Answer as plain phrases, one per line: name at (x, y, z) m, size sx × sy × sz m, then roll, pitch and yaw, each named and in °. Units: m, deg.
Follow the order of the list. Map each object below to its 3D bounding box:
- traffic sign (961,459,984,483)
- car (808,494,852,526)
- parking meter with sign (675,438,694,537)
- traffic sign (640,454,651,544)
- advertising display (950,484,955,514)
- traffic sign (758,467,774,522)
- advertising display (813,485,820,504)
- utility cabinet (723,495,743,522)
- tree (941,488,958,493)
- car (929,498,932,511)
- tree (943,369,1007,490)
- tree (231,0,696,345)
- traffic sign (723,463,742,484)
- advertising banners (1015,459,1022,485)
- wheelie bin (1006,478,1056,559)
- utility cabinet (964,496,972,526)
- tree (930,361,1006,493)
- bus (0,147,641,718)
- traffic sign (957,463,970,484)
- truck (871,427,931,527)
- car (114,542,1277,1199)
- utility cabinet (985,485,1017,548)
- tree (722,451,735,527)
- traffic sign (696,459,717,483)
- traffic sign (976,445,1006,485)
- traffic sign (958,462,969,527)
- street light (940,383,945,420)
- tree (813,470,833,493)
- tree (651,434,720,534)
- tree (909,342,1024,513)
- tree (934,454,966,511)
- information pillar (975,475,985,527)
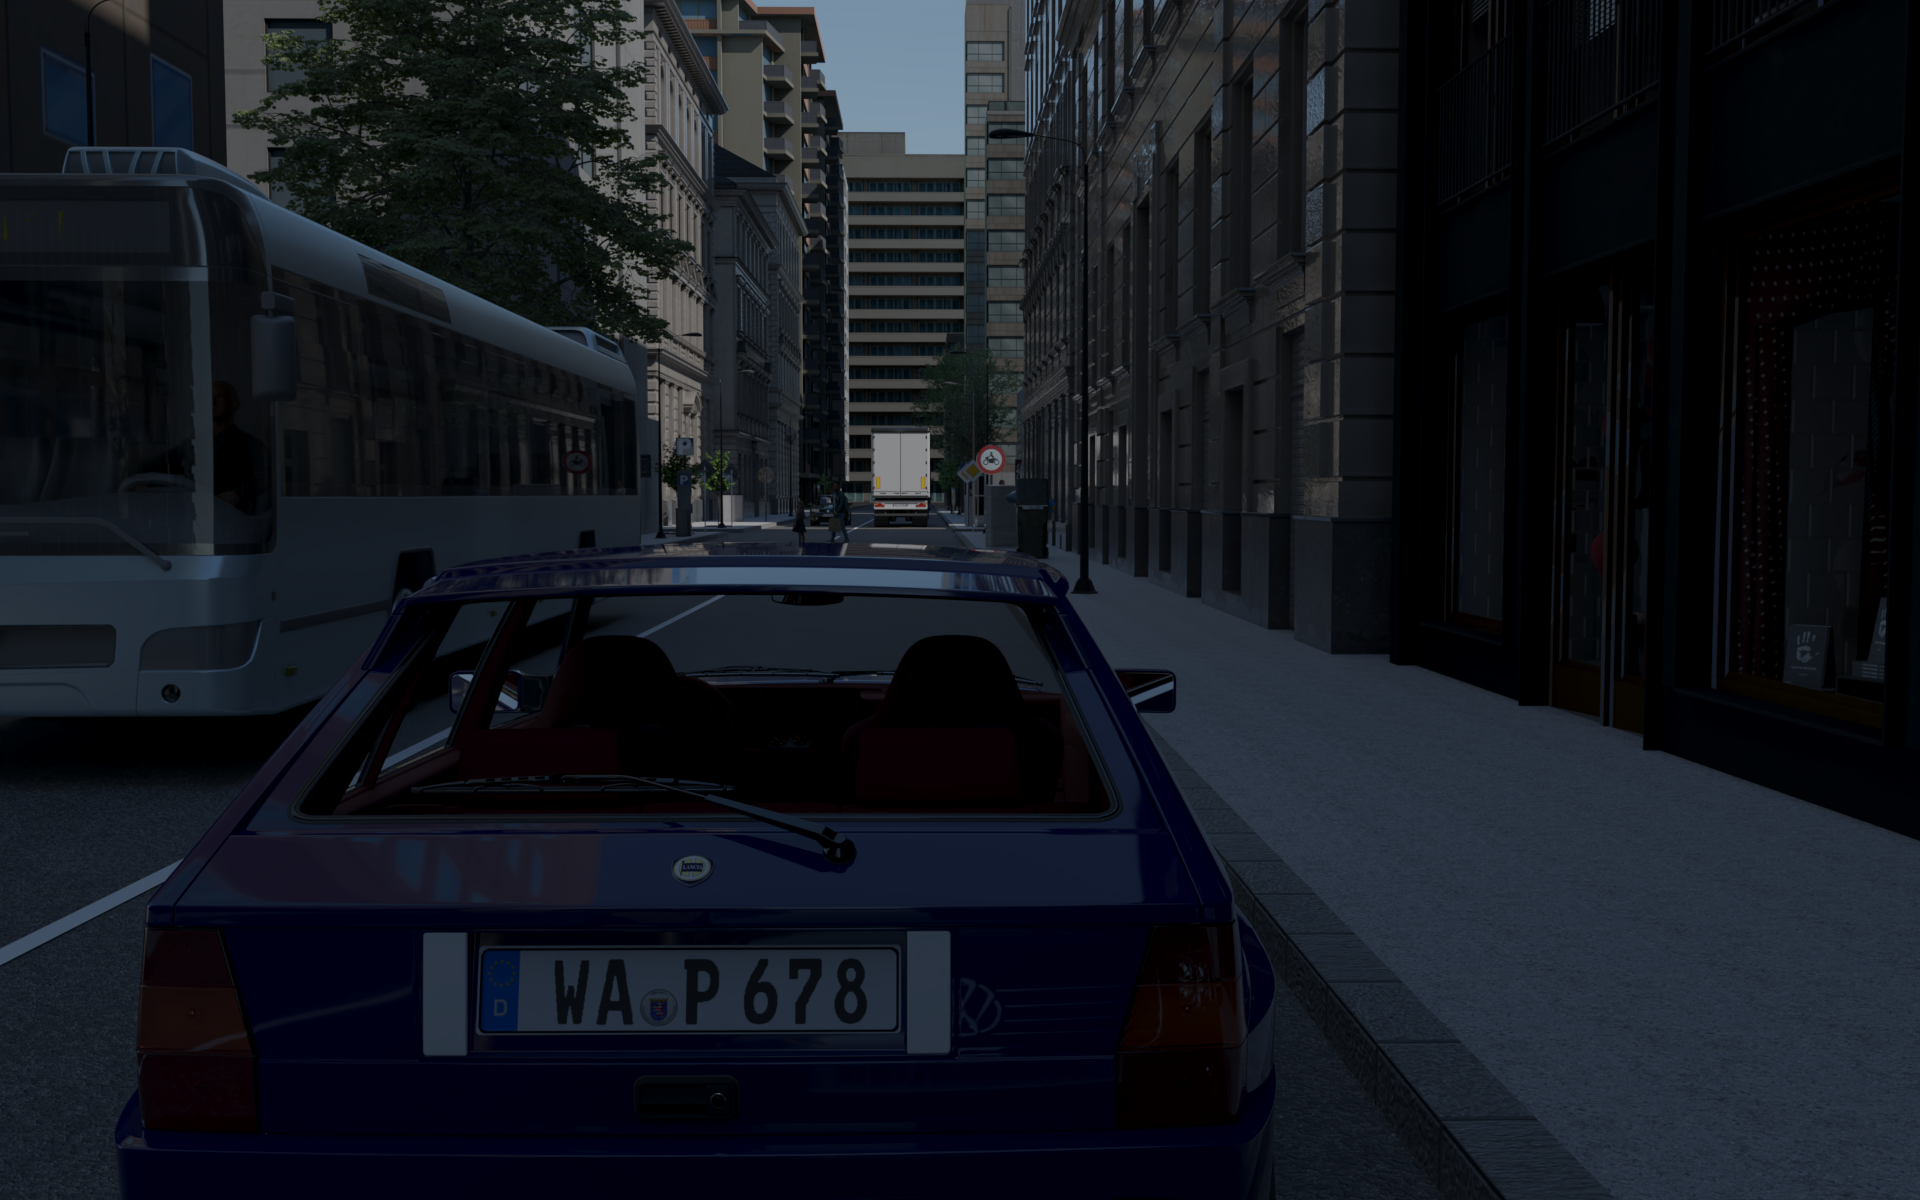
traffic sign at (0.453, -3.375, 57.374) m, size 0.795 × 2.593 × 0.064 m, roll 0°, pitch 4°, yaw -1°
car at (-5.915, -4.256, 79.373) m, size 2.009 × 1.686 × 4.222 m, roll 0°, pitch 4°, yaw 0°
parking meter with sign at (-8.408, -3.452, 52.695) m, size 0.543 × 3.016 × 1.738 m, roll 0°, pitch 4°, yaw -6°
traffic sign at (-8.267, -2.603, 44.689) m, size 0.606 × 2.300 × 0.079 m, roll 0°, pitch 4°, yaw 2°
advertising display at (-0.468, -6.456, 110.773) m, size 0.123 × 1.923 × 0.974 m, roll 1°, pitch 4°, yaw 14°
traffic sign at (-9.043, -4.927, 80.660) m, size 0.768 × 2.556 × 0.104 m, roll 0°, pitch 4°, yaw 1°
advertising display at (-9.877, -7.002, 119.701) m, size 0.123 × 1.923 × 0.974 m, roll 1°, pitch 4°, yaw 12°
utility cabinet at (-10.500, -4.178, 79.468) m, size 1.020 × 1.237 × 0.306 m, roll -1°, pitch 4°, yaw -17°
tree at (-0.716, -9.333, 147.196) m, size 1.663 × 3.219 × 1.824 m, roll 0°, pitch 3°, yaw 0°
car at (-3.369, -8.403, 146.983) m, size 1.945 × 1.707 × 3.694 m, roll 0°, pitch 4°, yaw -3°
tree at (0.718, -9.325, 102.827) m, size 4.737 × 8.622 × 4.395 m, roll 0°, pitch 3°, yaw 0°
tree at (-8.591, -6.874, 30.525) m, size 7.486 × 12.596 × 7.792 m, roll 0°, pitch 3°, yaw 0°
traffic sign at (-8.607, -3.853, 65.192) m, size 0.795 × 2.593 × 0.064 m, roll 0°, pitch 4°, yaw -1°
advertising banners at (2.407, -5.534, 86.661) m, size 0.090 × 3.025 × 2.074 m, roll 3°, pitch 5°, yaw 44°
wheelie bin at (1.397, -1.622, 34.424) m, size 0.980 × 1.594 × 0.693 m, roll 0°, pitch 4°, yaw -1°
utility cabinet at (0.347, -3.555, 69.281) m, size 0.306 × 1.237 × 1.020 m, roll 0°, pitch 4°, yaw -2°
tree at (0.708, -8.902, 95.916) m, size 4.360 × 8.622 × 3.978 m, roll 0°, pitch 3°, yaw 0°
bus at (-4.882, -1.166, 13.930) m, size 2.948 × 3.499 × 13.247 m, roll 0°, pitch 4°, yaw -2°
traffic sign at (0.285, -3.863, 65.357) m, size 0.795 × 2.593 × 0.064 m, roll 0°, pitch 4°, yaw -1°
truck at (-2.673, -5.473, 78.397) m, size 2.839 × 4.237 × 11.283 m, roll 0°, pitch 4°, yaw -2°
car at (-0.385, 0.515, 4.165) m, size 1.945 × 1.354 × 3.894 m, roll 0°, pitch 4°, yaw -1°
utility cabinet at (1.194, -1.988, 41.187) m, size 1.173 × 1.500 × 0.318 m, roll -2°, pitch 4°, yaw -28°
tree at (-9.567, -4.510, 68.335) m, size 1.663 × 3.219 × 1.824 m, roll 0°, pitch 3°, yaw 0°
traffic sign at (-8.440, -3.365, 57.208) m, size 0.795 × 2.593 × 0.064 m, roll 0°, pitch 4°, yaw -1°
traffic sign at (0.807, -2.736, 44.846) m, size 0.768 × 2.556 × 0.104 m, roll 0°, pitch 4°, yaw 1°
traffic sign at (0.320, -4.167, 68.243) m, size 0.768 × 2.556 × 0.104 m, roll 0°, pitch 4°, yaw 2°
street light at (0.009, -6.076, 71.877) m, size 1.470 × 5.913 × 1.316 m, roll 0°, pitch 4°, yaw -1°
tree at (-10.910, -8.863, 139.515) m, size 1.663 × 3.219 × 1.824 m, roll 0°, pitch 3°, yaw 0°
tree at (-8.890, -3.721, 55.442) m, size 1.663 × 3.219 × 1.824 m, roll 0°, pitch 3°, yaw 0°
tree at (0.327, -11.718, 117.350) m, size 9.928 × 11.665 × 9.643 m, roll 0°, pitch 3°, yaw 0°
tree at (-0.423, -9.255, 135.036) m, size 4.285 × 4.588 × 4.351 m, roll 0°, pitch 3°, yaw 0°
information pillar at (0.763, -3.799, 66.610) m, size 0.304 × 2.012 × 0.304 m, roll -1°, pitch 4°, yaw -23°
